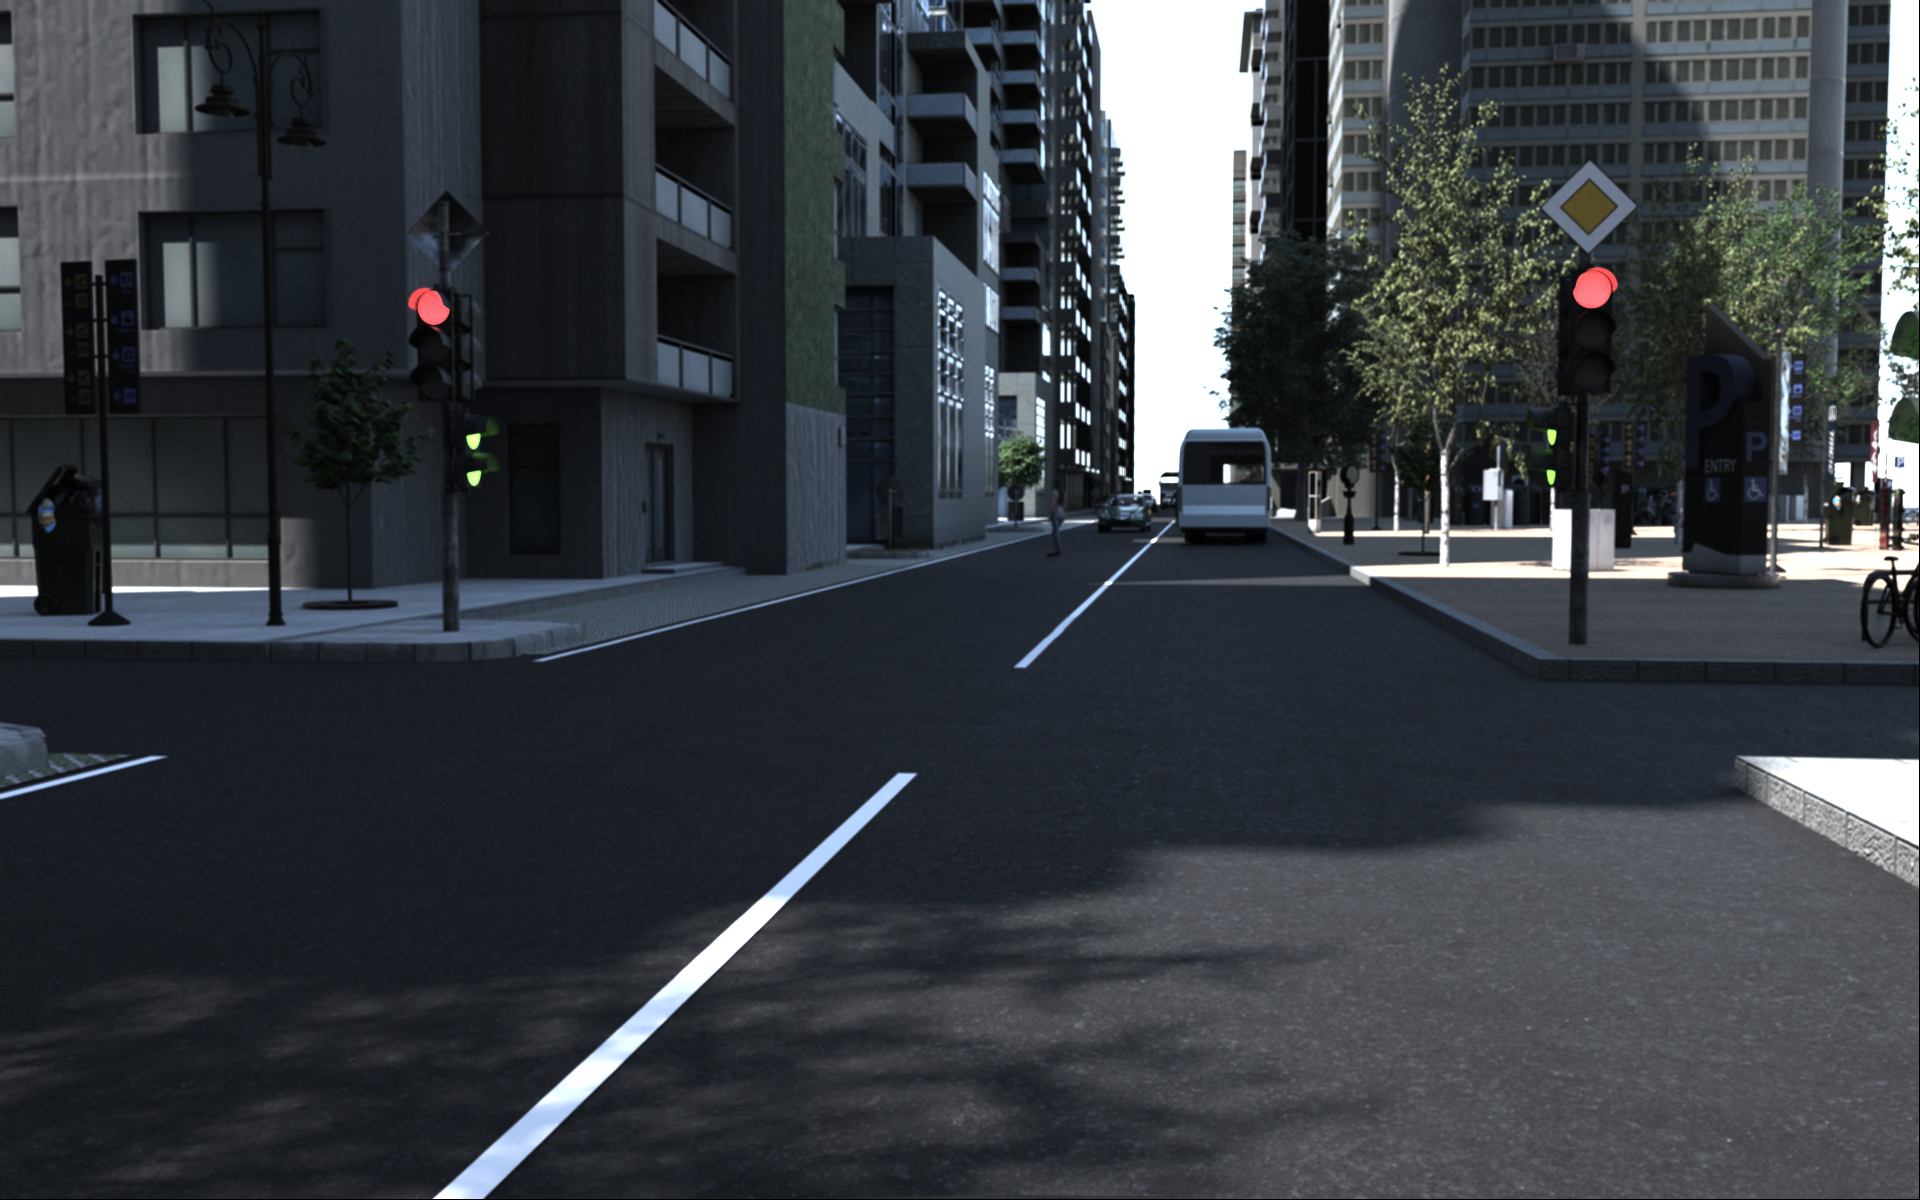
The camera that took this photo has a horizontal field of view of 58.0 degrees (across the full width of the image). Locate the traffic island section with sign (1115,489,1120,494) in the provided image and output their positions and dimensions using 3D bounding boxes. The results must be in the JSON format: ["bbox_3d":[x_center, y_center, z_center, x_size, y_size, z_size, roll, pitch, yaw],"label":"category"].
[{"bbox_3d":[12.773,-8.126,141.483,1.989,1.847,2.006,0,4,8],"label":"traffic island section with sign"}]

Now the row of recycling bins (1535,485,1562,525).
[{"bbox_3d":[23.826,-4.072,73.688,3.534,1.692,1.069,2,4,34],"label":"row of recycling bins"}]

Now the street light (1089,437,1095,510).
[{"bbox_3d":[10.586,-10.204,139.616,0.468,5.910,1.993,0,4,8],"label":"street light"}]

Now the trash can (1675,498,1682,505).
[{"bbox_3d":[26.625,-3.178,63.613,0.748,1.137,0.748,0,3,0],"label":"trash can"}]

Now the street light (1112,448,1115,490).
[{"bbox_3d":[15.516,-12.381,175.219,0.468,5.910,1.993,0,4,8],"label":"street light"}]

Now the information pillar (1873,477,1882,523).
[{"bbox_3d":[40.095,-4.356,75.706,0.304,2.012,0.304,2,4,32],"label":"information pillar"}]

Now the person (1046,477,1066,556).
[{"bbox_3d":[2.255,-1.932,40.094,0.388,1.821,0.555,2,4,34],"label":"person"}]

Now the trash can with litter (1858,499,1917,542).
[{"bbox_3d":[25.488,-2.213,47.234,1.678,1.210,2.233,2,4,25],"label":"trash can with litter"}]

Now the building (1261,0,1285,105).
[{"bbox_3d":[36.814,-32.232,146.602,23.786,49.044,30.456,0,4,8],"label":"building"}]

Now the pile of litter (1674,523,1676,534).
[{"bbox_3d":[22.986,-2.466,54.278,1.719,0.858,1.176,-3,5,-42],"label":"pile of litter"}]

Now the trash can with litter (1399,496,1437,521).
[{"bbox_3d":[22.175,-4.498,84.592,1.678,1.210,2.233,-1,4,-17],"label":"trash can with litter"}]

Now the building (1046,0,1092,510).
[{"bbox_3d":[-1.201,-31.707,138.011,23.786,49.044,30.456,0,4,8],"label":"building"}]

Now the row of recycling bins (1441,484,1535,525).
[{"bbox_3d":[21.652,-3.935,71.448,3.534,1.692,1.069,0,4,6],"label":"row of recycling bins"}]

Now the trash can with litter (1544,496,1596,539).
[{"bbox_3d":[17.463,-2.330,49.151,1.678,1.210,2.233,1,4,14],"label":"trash can with litter"}]

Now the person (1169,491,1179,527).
[{"bbox_3d":[9.647,-4.159,76.280,0.659,1.850,0.755,2,4,28],"label":"person"}]

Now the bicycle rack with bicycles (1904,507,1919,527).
[{"bbox_3d":[38.701,-3.317,67.610,2.925,0.926,2.852,3,4,38],"label":"bicycle rack with bicycles"}]

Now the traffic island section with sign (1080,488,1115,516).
[{"bbox_3d":[9.023,-6.491,114.758,1.989,1.847,2.006,0,4,8],"label":"traffic island section with sign"}]

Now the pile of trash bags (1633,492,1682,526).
[{"bbox_3d":[29.153,-3.790,71.714,1.912,1.369,3.447,3,4,38],"label":"pile of trash bags"}]

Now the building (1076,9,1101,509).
[{"bbox_3d":[5.612,-31.166,159.676,14.600,45.320,14.200,0,4,8],"label":"building"}]

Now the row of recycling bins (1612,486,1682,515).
[{"bbox_3d":[34.056,-4.822,85.952,3.534,1.692,1.069,-1,4,-9],"label":"row of recycling bins"}]

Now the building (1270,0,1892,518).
[{"bbox_3d":[33.974,-24.904,99.057,32.217,40.220,23.993,0,4,8],"label":"building"}]

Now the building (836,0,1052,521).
[{"bbox_3d":[-4.914,-48.538,106.270,22.319,86.520,31.000,0,4,8],"label":"building"}]

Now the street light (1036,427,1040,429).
[{"bbox_3d":[3.980,-7.357,93.082,0.468,5.910,1.993,0,4,8],"label":"street light"}]

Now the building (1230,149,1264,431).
[{"bbox_3d":[39.485,-32.033,207.329,14.154,41.232,14.086,0,4,8],"label":"building"}]

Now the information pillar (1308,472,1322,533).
[{"bbox_3d":[11.612,-3.191,56.672,0.304,2.012,0.304,3,5,44],"label":"information pillar"}]

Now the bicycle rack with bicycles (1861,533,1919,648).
[{"bbox_3d":[8.818,-0.075,14.616,2.925,0.926,2.852,-1,4,-17],"label":"bicycle rack with bicycles"}]

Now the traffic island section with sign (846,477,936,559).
[{"bbox_3d":[-1.602,-1.853,38.917,1.989,1.847,2.006,0,4,8],"label":"traffic island section with sign"}]

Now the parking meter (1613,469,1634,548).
[{"bbox_3d":[15.720,-2.162,41.053,0.399,1.863,0.255,0,4,-1],"label":"parking meter"}]

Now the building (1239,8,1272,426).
[{"bbox_3d":[44.388,-36.457,185.311,28.713,52.752,27.495,0,4,8],"label":"building"}]

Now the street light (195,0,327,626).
[{"bbox_3d":[-6.697,-2.690,16.775,0.468,5.910,1.993,0,4,8],"label":"street light"}]

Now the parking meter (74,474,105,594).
[{"bbox_3d":[-11.200,-0.846,22.249,0.372,1.533,0.369,0,3,0],"label":"parking meter"}]

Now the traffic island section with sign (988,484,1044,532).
[{"bbox_3d":[2.141,-3.485,65.612,1.989,1.847,2.006,0,4,8],"label":"traffic island section with sign"}]

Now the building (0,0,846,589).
[{"bbox_3d":[-10.227,-21.092,28.450,14.154,41.232,14.086,0,4,8],"label":"building"}]

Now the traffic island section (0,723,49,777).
[{"bbox_3d":[-5.892,0.854,8.325,2.009,0.180,2.903,0,4,8],"label":"traffic island section"}]

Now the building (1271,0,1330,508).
[{"bbox_3d":[31.249,-41.756,120.969,20.563,71.187,20.611,0,4,8],"label":"building"}]

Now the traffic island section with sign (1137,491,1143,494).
[{"bbox_3d":[24.144,-13.087,222.600,1.989,1.847,2.006,0,4,8],"label":"traffic island section with sign"}]

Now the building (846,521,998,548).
[{"bbox_3d":[-9.572,-45.571,57.758,22.319,86.520,31.000,0,4,8],"label":"building"}]

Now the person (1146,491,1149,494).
[{"bbox_3d":[19.876,-10.714,184.504,0.721,1.723,1.217,-3,5,-39],"label":"person"}]

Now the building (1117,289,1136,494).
[{"bbox_3d":[17.101,-28.698,240.919,14.160,30.474,14.107,0,4,8],"label":"building"}]

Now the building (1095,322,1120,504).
[{"bbox_3d":[2.964,-21.099,190.005,27.650,21.520,28.899,0,4,8],"label":"building"}]

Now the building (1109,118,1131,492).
[{"bbox_3d":[9.498,-36.657,218.957,23.786,49.044,30.456,0,4,8],"label":"building"}]

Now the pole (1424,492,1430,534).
[{"bbox_3d":[14.878,-3.752,55.190,0.158,3.312,0.155,0,3,0],"label":"pole"}]

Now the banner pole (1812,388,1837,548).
[{"bbox_3d":[20.437,-3.105,40.788,0.401,3.779,0.863,0,4,3],"label":"banner pole"}]

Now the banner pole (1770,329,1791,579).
[{"bbox_3d":[12.563,-2.233,26.525,0.401,3.779,0.863,3,5,41],"label":"banner pole"}]

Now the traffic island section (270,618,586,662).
[{"bbox_3d":[-4.783,0.370,16.233,2.009,0.180,2.903,0,4,8],"label":"traffic island section"}]

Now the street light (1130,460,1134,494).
[{"bbox_3d":[21.993,-15.228,221.771,0.468,5.910,1.993,0,4,8],"label":"street light"}]
